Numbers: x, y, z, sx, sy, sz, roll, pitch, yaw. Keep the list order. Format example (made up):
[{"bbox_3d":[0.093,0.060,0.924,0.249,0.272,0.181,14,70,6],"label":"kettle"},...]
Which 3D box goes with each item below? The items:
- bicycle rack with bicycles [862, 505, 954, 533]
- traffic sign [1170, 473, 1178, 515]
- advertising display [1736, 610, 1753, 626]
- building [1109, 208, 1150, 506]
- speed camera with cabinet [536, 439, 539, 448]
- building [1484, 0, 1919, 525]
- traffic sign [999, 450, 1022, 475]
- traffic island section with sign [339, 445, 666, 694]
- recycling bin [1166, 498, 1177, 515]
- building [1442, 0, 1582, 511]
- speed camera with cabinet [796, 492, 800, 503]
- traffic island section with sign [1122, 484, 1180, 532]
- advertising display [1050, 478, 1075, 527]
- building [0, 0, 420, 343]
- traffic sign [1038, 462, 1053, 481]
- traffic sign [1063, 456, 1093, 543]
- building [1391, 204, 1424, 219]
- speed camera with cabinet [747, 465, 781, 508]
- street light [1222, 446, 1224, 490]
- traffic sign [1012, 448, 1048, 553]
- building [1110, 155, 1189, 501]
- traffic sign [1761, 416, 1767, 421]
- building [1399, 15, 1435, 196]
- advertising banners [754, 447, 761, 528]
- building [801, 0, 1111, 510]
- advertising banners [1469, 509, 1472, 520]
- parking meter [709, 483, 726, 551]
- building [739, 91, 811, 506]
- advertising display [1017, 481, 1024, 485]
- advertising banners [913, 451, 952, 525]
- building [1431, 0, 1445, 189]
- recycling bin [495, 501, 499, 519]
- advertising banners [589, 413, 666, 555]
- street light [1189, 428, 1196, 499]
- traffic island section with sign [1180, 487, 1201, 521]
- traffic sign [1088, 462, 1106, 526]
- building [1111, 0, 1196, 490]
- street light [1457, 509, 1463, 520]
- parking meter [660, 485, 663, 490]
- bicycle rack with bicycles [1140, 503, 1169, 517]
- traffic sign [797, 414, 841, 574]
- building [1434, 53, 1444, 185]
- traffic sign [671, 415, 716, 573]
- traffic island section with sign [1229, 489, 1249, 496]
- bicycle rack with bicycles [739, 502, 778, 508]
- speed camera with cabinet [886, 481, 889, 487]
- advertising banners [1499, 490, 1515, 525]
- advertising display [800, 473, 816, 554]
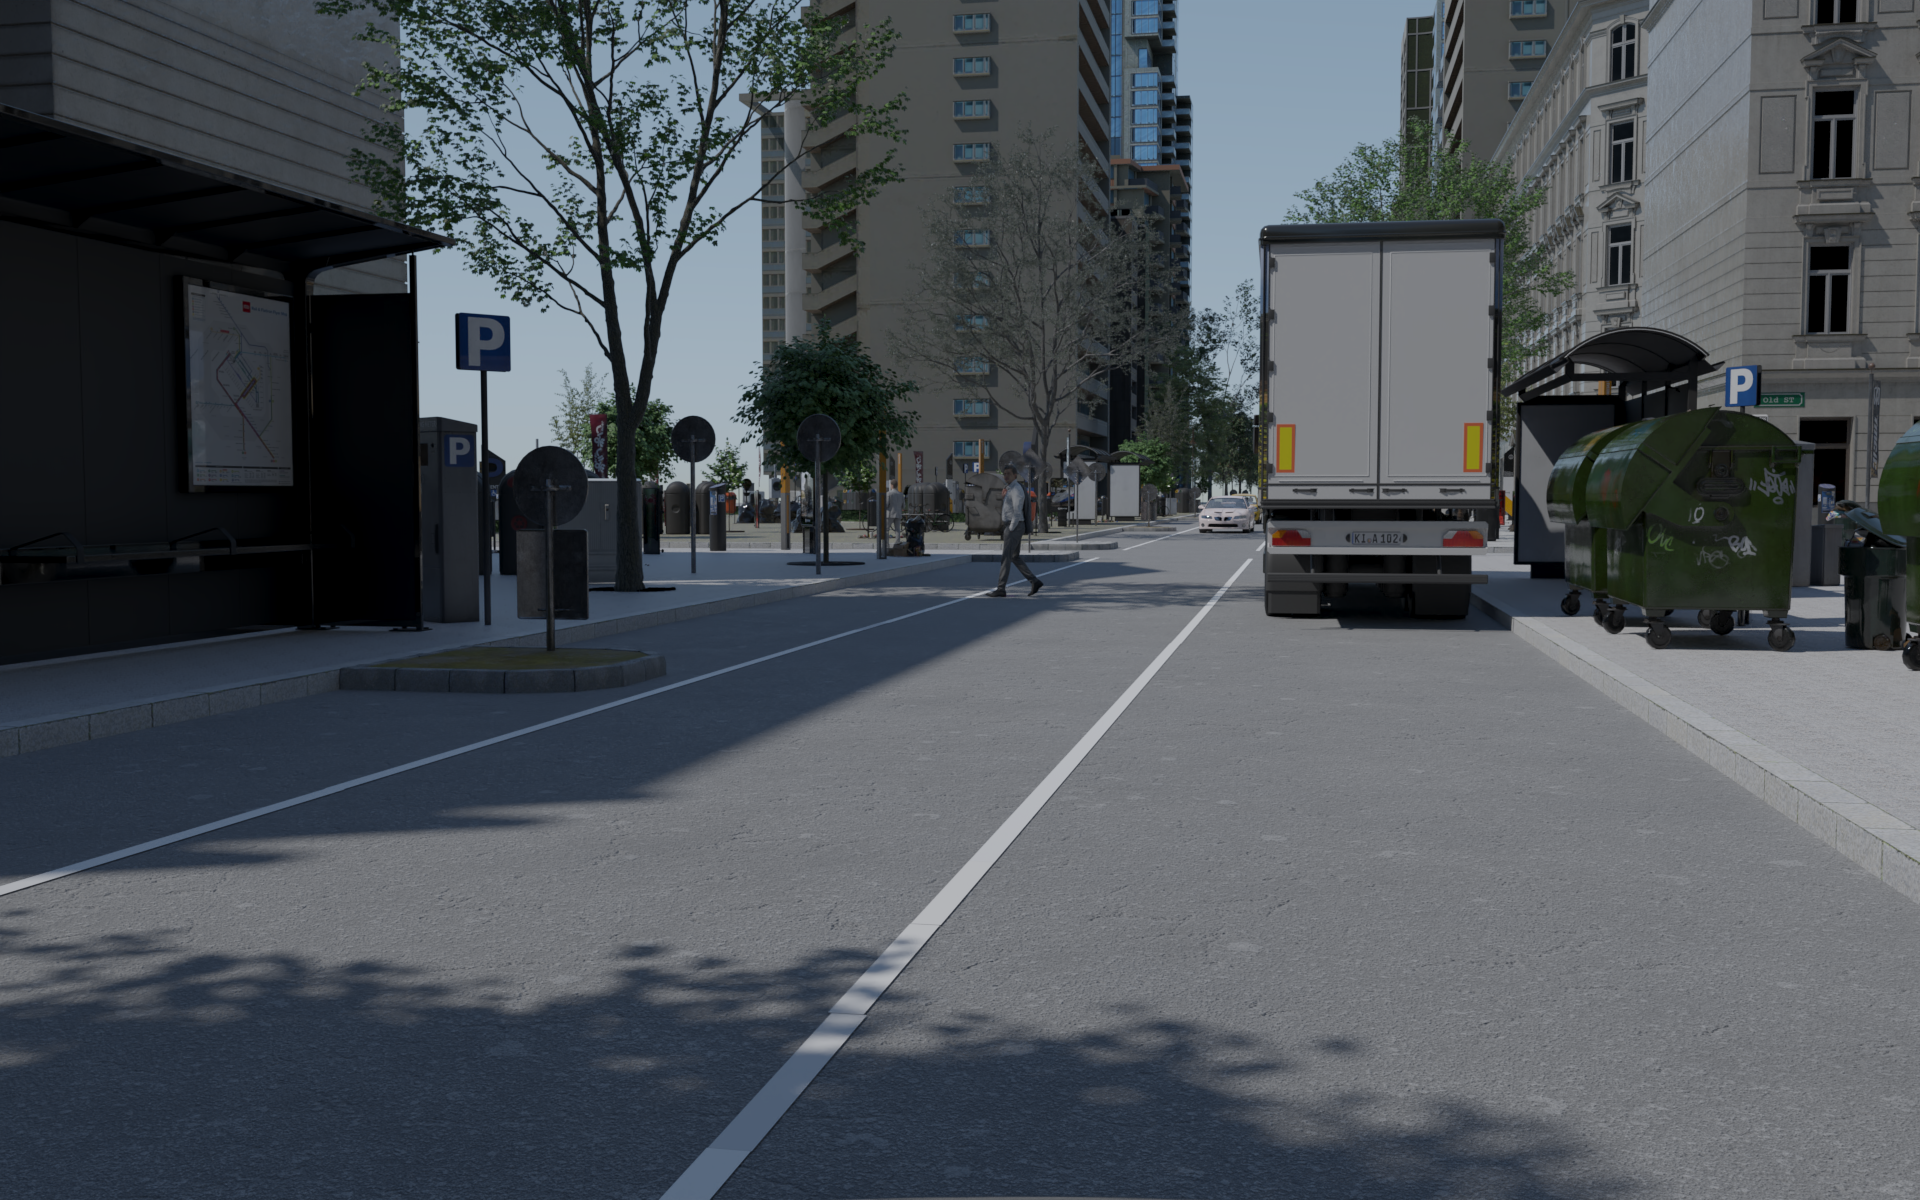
[{"bbox_3d":[-1.487,-2.752,58.380,2.925,0.926,2.852,2,4,26],"label":"bicycle rack with bicycles"},{"bbox_3d":[12.535,-6.312,103.204,0.884,2.594,0.081,1,4,19],"label":"traffic sign"},{"bbox_3d":[7.800,-0.730,17.157,0.123,1.923,0.974,2,4,29],"label":"advertising display"},{"bbox_3d":[11.466,-24.669,175.032,14.160,30.474,14.107,1,4,11],"label":"building"},{"bbox_3d":[-14.432,-4.150,62.189,2.038,3.252,0.660,0,4,-2],"label":"speed camera with cabinet"},{"bbox_3d":[38.810,-19.330,92.463,17.030,29.872,44.131,1,4,11],"label":"building"},{"bbox_3d":[1.499,-3.087,50.585,0.768,2.556,0.104,1,4,12],"label":"traffic sign"},{"bbox_3d":[-3.391,-0.293,13.424,1.989,1.847,2.006,1,4,11],"label":"traffic island section with sign"},{"bbox_3d":[13.015,-5.809,107.533,0.722,1.027,0.722,-1,4,-10],"label":"recycling bin"},{"bbox_3d":[50.508,-31.539,139.368,21.300,48.544,21.600,1,4,11],"label":"building"},{"bbox_3d":[-10.344,-7.537,117.559,0.660,3.252,2.038,2,4,26],"label":"speed camera with cabinet"},{"bbox_3d":[7.340,-3.565,66.917,1.989,1.847,2.006,1,4,11],"label":"traffic island section with sign"},{"bbox_3d":[4.035,-3.853,68.207,0.974,1.923,0.123,0,4,2],"label":"advertising display"},{"bbox_3d":[-19.832,-11.003,29.053,18.267,20.994,9.793,1,4,11],"label":"building"},{"bbox_3d":[3.261,-4.146,67.892,0.768,2.556,0.104,1,4,21],"label":"traffic sign"},{"bbox_3d":[3.091,-2.564,45.564,0.795,2.450,0.064,1,4,11],"label":"traffic sign"},{"bbox_3d":[67.291,-34.213,242.978,14.154,41.232,14.086,1,4,11],"label":"building"},{"bbox_3d":[-11.143,-6.376,98.588,2.038,3.252,0.660,-1,4,-20],"label":"speed camera with cabinet"},{"bbox_3d":[25.060,-11.750,164.907,0.468,5.910,1.993,1,4,11],"label":"street light"},{"bbox_3d":[1.518,-2.085,37.735,0.795,2.450,0.064,1,4,11],"label":"traffic sign"},{"bbox_3d":[18.179,-34.986,226.646,22.147,44.769,28.867,1,4,11],"label":"building"},{"bbox_3d":[10.117,-1.244,22.462,0.606,2.300,0.079,1,4,14],"label":"traffic sign"},{"bbox_3d":[74.097,-50.173,258.578,20.563,71.187,20.611,1,4,11],"label":"building"},{"bbox_3d":[-7.609,-4.212,65.048,0.090,3.025,2.074,-1,4,-12],"label":"advertising banners"},{"bbox_3d":[-0.175,-31.211,134.000,21.300,48.544,21.600,1,4,11],"label":"building"},{"bbox_3d":[24.314,-5.484,85.847,2.074,3.025,0.090,2,4,23],"label":"advertising banners"},{"bbox_3d":[-5.450,-1.869,38.976,0.372,1.533,0.369,0,3,0],"label":"parking meter"},{"bbox_3d":[-1.132,-28.500,157.862,32.217,40.220,23.993,1,4,11],"label":"building"},{"bbox_3d":[3.243,-4.905,85.406,0.974,1.923,0.123,1,4,23],"label":"advertising display"},{"bbox_3d":[-1.130,-4.576,71.001,2.074,3.025,0.090,-3,5,-42],"label":"advertising banners"},{"bbox_3d":[68.345,-55.369,217.947,22.319,86.520,31.000,1,4,11],"label":"building"},{"bbox_3d":[-16.826,-3.011,61.790,0.722,1.027,0.722,3,5,43],"label":"recycling bin"},{"bbox_3d":[-7.171,-2.505,37.149,2.074,3.025,0.090,2,4,32],"label":"advertising banners"},{"bbox_3d":[16.343,-9.098,121.538,0.468,5.910,1.993,1,4,11],"label":"street light"},{"bbox_3d":[12.891,-5.253,94.518,1.989,1.847,2.006,1,4,11],"label":"traffic island section with sign"},{"bbox_3d":[5.482,-4.265,69.833,0.768,2.556,0.104,1,4,18],"label":"traffic sign"},{"bbox_3d":[24.112,-57.614,254.665,22.319,86.520,31.000,1,4,11],"label":"building"},{"bbox_3d":[10.303,-3.839,35.549,0.468,5.910,1.993,1,4,11],"label":"street light"},{"bbox_3d":[-18.738,-6.263,108.114,0.399,1.863,0.255,2,4,34],"label":"parking meter"},{"bbox_3d":[10.219,-5.089,96.587,2.925,0.926,2.852,1,4,11],"label":"bicycle rack with bicycles"},{"bbox_3d":[-2.263,-1.681,27.595,0.768,2.556,0.104,1,4,20],"label":"traffic sign"},{"bbox_3d":[56.975,-33.330,164.555,23.786,49.044,30.456,1,4,11],"label":"building"},{"bbox_3d":[-4.326,-1.709,28.049,0.768,2.556,0.104,1,4,12],"label":"traffic sign"},{"bbox_3d":[22.738,-8.253,143.567,1.989,1.847,2.006,1,4,11],"label":"traffic island section with sign"},{"bbox_3d":[-10.932,-5.032,95.647,2.852,0.926,2.925,1,4,10],"label":"bicycle rack with bicycles"},{"bbox_3d":[-4.725,-7.723,120.600,0.660,3.252,2.038,1,4,18],"label":"speed camera with cabinet"},{"bbox_3d":[22.202,-4.586,71.162,2.074,3.025,0.090,2,4,34],"label":"advertising banners"},{"bbox_3d":[-3.240,-1.959,37.248,0.123,1.923,0.974,-1,4,-21],"label":"advertising display"}]
